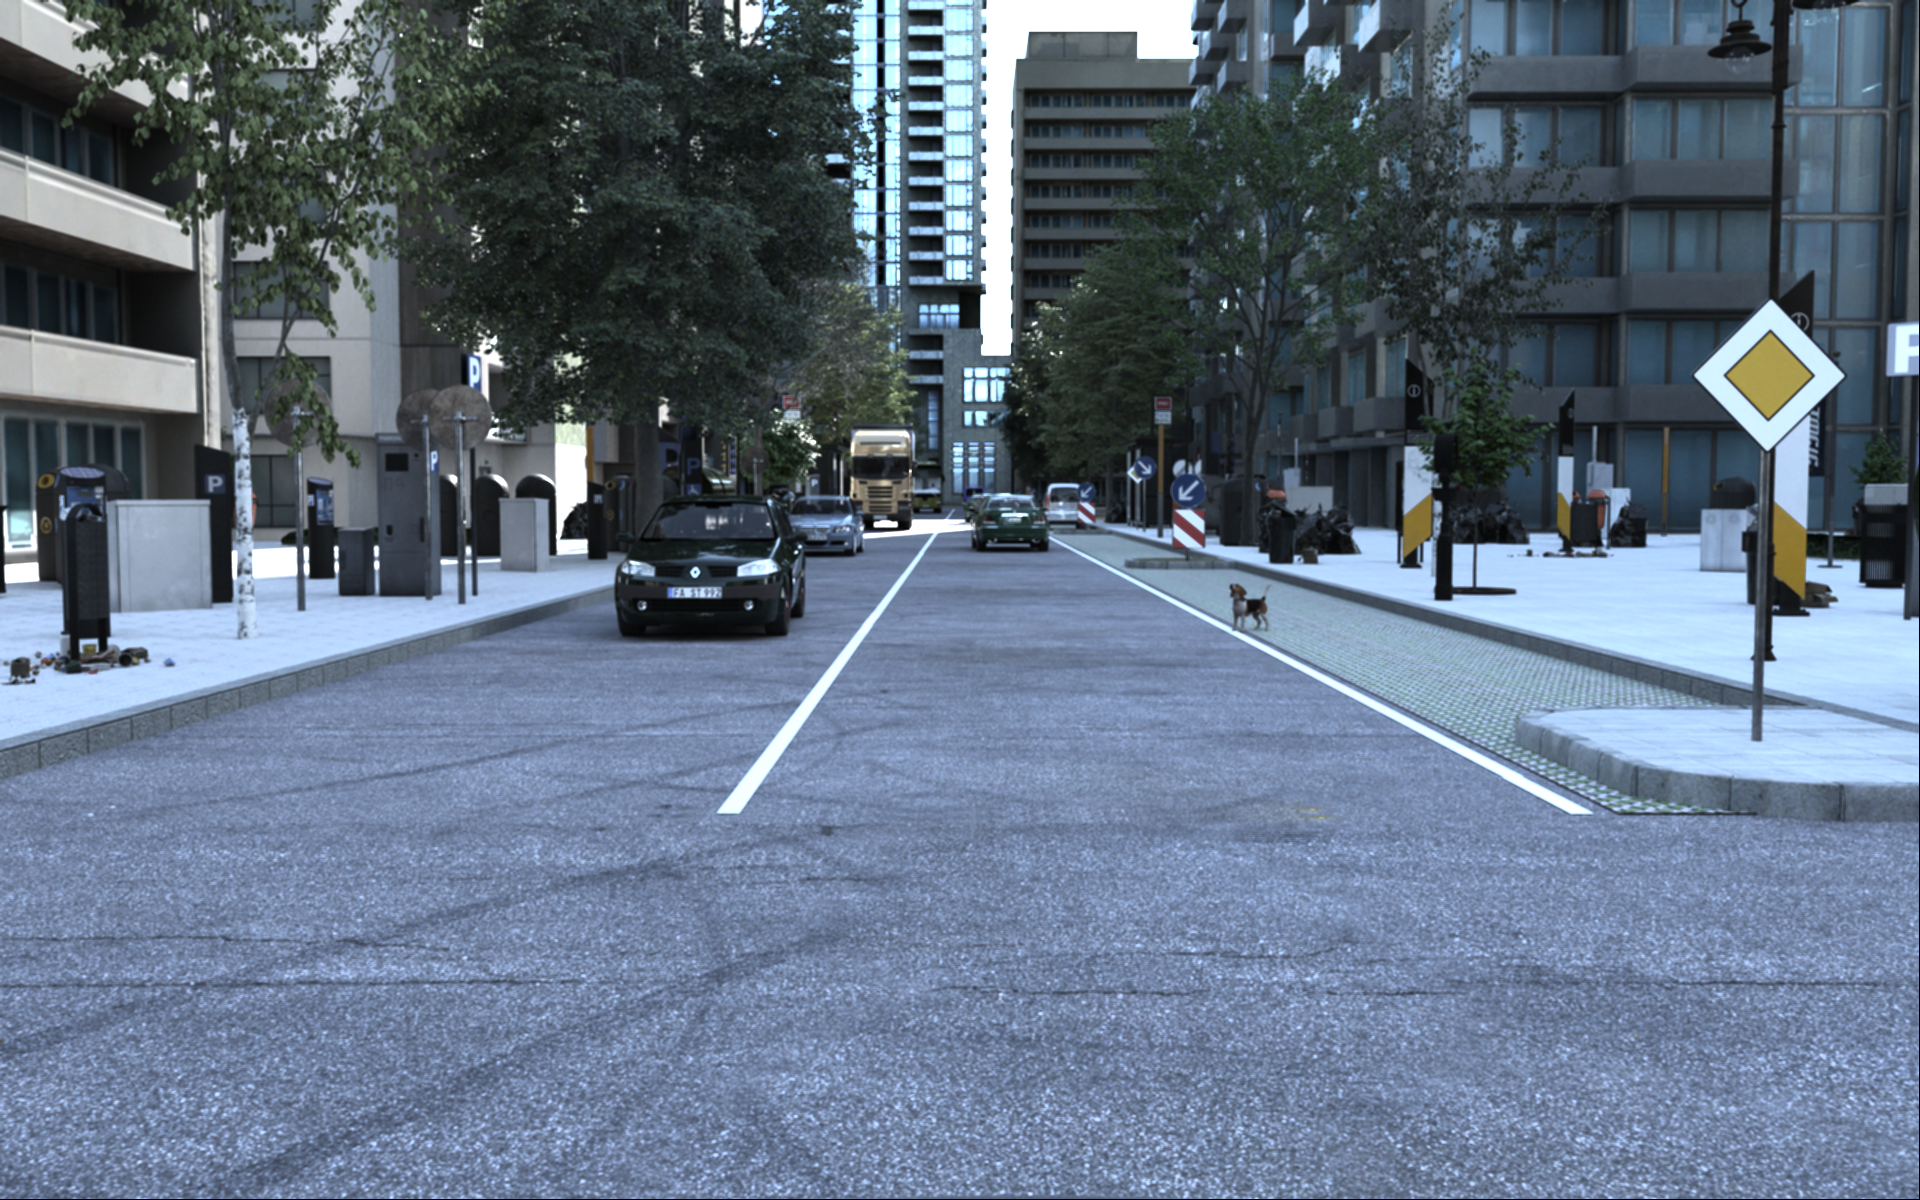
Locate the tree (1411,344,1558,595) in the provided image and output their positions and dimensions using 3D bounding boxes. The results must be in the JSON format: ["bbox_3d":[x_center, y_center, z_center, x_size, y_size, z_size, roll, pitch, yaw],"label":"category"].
[{"bbox_3d":[6.669,-1.709,22.543,1.663,3.219,1.824,0,3,0],"label":"tree"}]

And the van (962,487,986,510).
[{"bbox_3d":[1.283,-9.273,156.005,2.240,2.365,5.245,0,3,0],"label":"van"}]

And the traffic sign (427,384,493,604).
[{"bbox_3d":[-5.815,-1.225,20.141,0.768,2.556,0.104,0,4,3],"label":"traffic sign"}]

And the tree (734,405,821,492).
[{"bbox_3d":[-6.786,-4.912,64.023,4.285,4.588,4.351,0,3,0],"label":"tree"}]

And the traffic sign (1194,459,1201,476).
[{"bbox_3d":[8.781,-3.801,62.255,0.768,2.556,0.104,0,4,1],"label":"traffic sign"}]

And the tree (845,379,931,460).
[{"bbox_3d":[-6.435,-13.869,152.518,9.928,11.665,9.643,0,3,0],"label":"tree"}]

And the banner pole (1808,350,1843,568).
[{"bbox_3d":[15.100,-2.468,30.374,0.401,3.779,0.863,-2,4,-30],"label":"banner pole"}]

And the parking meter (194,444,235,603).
[{"bbox_3d":[-8.784,-0.900,20.431,0.399,1.863,0.255,-2,4,-33],"label":"parking meter"}]

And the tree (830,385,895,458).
[{"bbox_3d":[-6.409,-9.798,110.558,4.360,8.622,3.978,0,3,0],"label":"tree"}]

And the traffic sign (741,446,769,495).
[{"bbox_3d":[-5.484,-2.825,46.290,0.768,2.556,0.104,0,4,7],"label":"traffic sign"}]

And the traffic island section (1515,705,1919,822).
[{"bbox_3d":[4.164,0.811,9.020,2.009,0.180,2.903,0,4,0],"label":"traffic island section"}]

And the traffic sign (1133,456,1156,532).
[{"bbox_3d":[6.226,-3.567,58.421,0.768,2.556,0.104,0,4,3],"label":"traffic sign"}]

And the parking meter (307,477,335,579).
[{"bbox_3d":[-9.689,-1.092,26.264,0.372,1.533,0.369,0,3,0],"label":"parking meter"}]

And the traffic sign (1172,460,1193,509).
[{"bbox_3d":[8.244,-3.918,64.159,0.768,2.556,0.104,0,4,1],"label":"traffic sign"}]

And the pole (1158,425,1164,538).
[{"bbox_3d":[5.909,-3.495,50.994,0.158,3.312,0.155,0,3,0],"label":"pole"}]

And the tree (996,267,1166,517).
[{"bbox_3d":[7.434,-11.716,98.213,9.857,13.997,8.962,0,3,0],"label":"tree"}]

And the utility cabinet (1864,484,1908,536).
[{"bbox_3d":[20.508,-1.793,37.999,1.173,1.500,0.318,3,4,38],"label":"utility cabinet"}]

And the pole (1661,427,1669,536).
[{"bbox_3d":[21.452,-3.599,52.679,0.158,3.312,0.155,0,3,0],"label":"pole"}]

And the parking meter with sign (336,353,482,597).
[{"bbox_3d":[-6.949,-1.562,21.805,1.738,3.016,0.543,0,4,2],"label":"parking meter with sign"}]

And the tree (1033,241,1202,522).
[{"bbox_3d":[7.189,-9.792,78.227,7.486,12.596,7.792,0,3,0],"label":"tree"}]

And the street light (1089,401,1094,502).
[{"bbox_3d":[6.359,-6.783,83.695,0.468,5.910,1.993,0,4,0],"label":"street light"}]

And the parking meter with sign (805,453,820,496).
[{"bbox_3d":[-5.758,-4.348,67.355,0.543,3.016,1.738,-1,4,-19],"label":"parking meter with sign"}]

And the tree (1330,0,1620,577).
[{"bbox_3d":[7.422,-4.646,26.324,4.360,8.622,3.978,0,3,0],"label":"tree"}]

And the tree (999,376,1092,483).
[{"bbox_3d":[6.687,-11.189,117.351,8.767,10.594,7.601,1,4,9],"label":"tree"}]

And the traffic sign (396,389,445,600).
[{"bbox_3d":[-6.446,-1.275,20.947,0.768,2.556,0.104,0,4,5],"label":"traffic sign"}]

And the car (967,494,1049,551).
[{"bbox_3d":[1.266,-2.013,44.709,2.131,1.459,4.920,0,4,-2],"label":"car"}]

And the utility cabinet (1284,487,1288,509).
[{"bbox_3d":[10.986,-2.910,56.256,1.173,1.500,0.318,2,4,24],"label":"utility cabinet"}]

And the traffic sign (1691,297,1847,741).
[{"bbox_3d":[4.140,-0.324,8.943,0.795,2.450,0.064,0,4,0],"label":"traffic sign"}]

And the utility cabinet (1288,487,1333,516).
[{"bbox_3d":[10.377,-2.594,51.093,1.173,1.500,0.318,1,4,15],"label":"utility cabinet"}]

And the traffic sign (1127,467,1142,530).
[{"bbox_3d":[6.329,-3.703,61.729,0.795,2.450,0.064,0,4,8],"label":"traffic sign"}]

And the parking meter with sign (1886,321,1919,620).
[{"bbox_3d":[10.308,-1.335,18.091,1.738,3.016,0.543,-3,4,-39],"label":"parking meter with sign"}]

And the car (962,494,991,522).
[{"bbox_3d":[1.189,-4.740,89.290,2.131,1.459,4.920,0,4,-1],"label":"car"}]

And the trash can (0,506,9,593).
[{"bbox_3d":[-12.108,-0.591,21.320,0.748,1.137,0.748,0,3,0],"label":"trash can"}]

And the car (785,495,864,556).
[{"bbox_3d":[-3.258,-1.799,41.408,2.014,1.417,4.499,0,4,1],"label":"car"}]

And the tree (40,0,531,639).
[{"bbox_3d":[-6.100,-3.964,15.169,4.737,8.622,4.395,0,3,0],"label":"tree"}]

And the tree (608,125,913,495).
[{"bbox_3d":[-6.433,-8.868,55.355,12.009,13.543,11.850,0,3,0],"label":"tree"}]

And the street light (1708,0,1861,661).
[{"bbox_3d":[6.209,-2.472,13.203,0.468,5.910,1.993,0,4,0],"label":"street light"}]

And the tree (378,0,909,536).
[{"bbox_3d":[-5.794,-7.658,31.869,9.857,13.997,8.962,0,3,0],"label":"tree"}]

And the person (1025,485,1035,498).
[{"bbox_3d":[2.370,-3.150,60.757,0.760,1.731,0.466,2,4,35],"label":"person"}]

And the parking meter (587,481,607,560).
[{"bbox_3d":[-7.137,-1.569,34.069,0.372,1.533,0.369,0,3,0],"label":"parking meter"}]

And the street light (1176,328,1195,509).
[{"bbox_3d":[6.317,-4.610,48.163,0.468,5.910,1.993,0,4,0],"label":"street light"}]

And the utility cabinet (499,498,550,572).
[{"bbox_3d":[-7.232,-1.077,28.774,1.020,1.237,0.306,3,5,41],"label":"utility cabinet"}]

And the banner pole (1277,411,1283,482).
[{"bbox_3d":[9.625,-3.807,52.256,0.401,3.779,0.863,1,4,16],"label":"banner pole"}]

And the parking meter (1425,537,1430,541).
[{"bbox_3d":[12.621,-2.368,47.131,0.372,1.533,0.369,0,3,0],"label":"parking meter"}]

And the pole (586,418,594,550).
[{"bbox_3d":[-8.480,-2.806,39.724,0.158,3.312,0.155,0,3,0],"label":"pole"}]

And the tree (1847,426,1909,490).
[{"bbox_3d":[26.274,-3.370,49.694,1.663,3.219,1.824,0,3,0],"label":"tree"}]

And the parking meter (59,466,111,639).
[{"bbox_3d":[-7.807,-0.431,15.451,0.372,1.533,0.369,0,3,0],"label":"parking meter"}]

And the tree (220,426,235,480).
[{"bbox_3d":[-18.667,-2.951,42.853,1.663,3.219,1.824,0,3,0],"label":"tree"}]

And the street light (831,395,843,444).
[{"bbox_3d":[-5.643,-6.531,79.570,0.468,5.910,1.993,0,4,0],"label":"street light"}]

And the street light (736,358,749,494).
[{"bbox_3d":[-5.702,-4.382,44.440,0.468,5.910,1.993,0,4,0],"label":"street light"}]

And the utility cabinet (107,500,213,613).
[{"bbox_3d":[-8.828,-0.486,19.109,0.306,1.237,1.020,3,5,43],"label":"utility cabinet"}]

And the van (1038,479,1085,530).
[{"bbox_3d":[4.124,-3.802,69.171,2.013,2.044,4.112,0,4,1],"label":"van"}]

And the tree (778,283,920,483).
[{"bbox_3d":[-5.930,-10.716,93.334,7.486,12.596,7.792,0,3,0],"label":"tree"}]

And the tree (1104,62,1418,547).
[{"bbox_3d":[7.223,-7.117,42.114,9.928,11.665,9.643,0,3,0],"label":"tree"}]

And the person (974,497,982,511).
[{"bbox_3d":[0.829,-3.592,71.508,0.475,1.303,0.640,-1,4,-12],"label":"person"}]

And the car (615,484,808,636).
[{"bbox_3d":[-2.621,-0.548,18.750,2.009,1.686,4.222,0,4,-2],"label":"car"}]

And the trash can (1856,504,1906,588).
[{"bbox_3d":[12.699,-0.741,23.768,0.748,1.137,0.748,0,3,0],"label":"trash can"}]

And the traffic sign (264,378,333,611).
[{"bbox_3d":[-7.240,-1.154,18.967,0.768,2.556,0.104,0,4,4],"label":"traffic sign"}]

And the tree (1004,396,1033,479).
[{"bbox_3d":[7.371,-14.187,150.078,7.486,12.596,7.792,0,3,0],"label":"tree"}]

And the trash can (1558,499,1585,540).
[{"bbox_3d":[17.203,-2.273,48.823,0.748,1.137,0.748,0,3,0],"label":"trash can"}]
